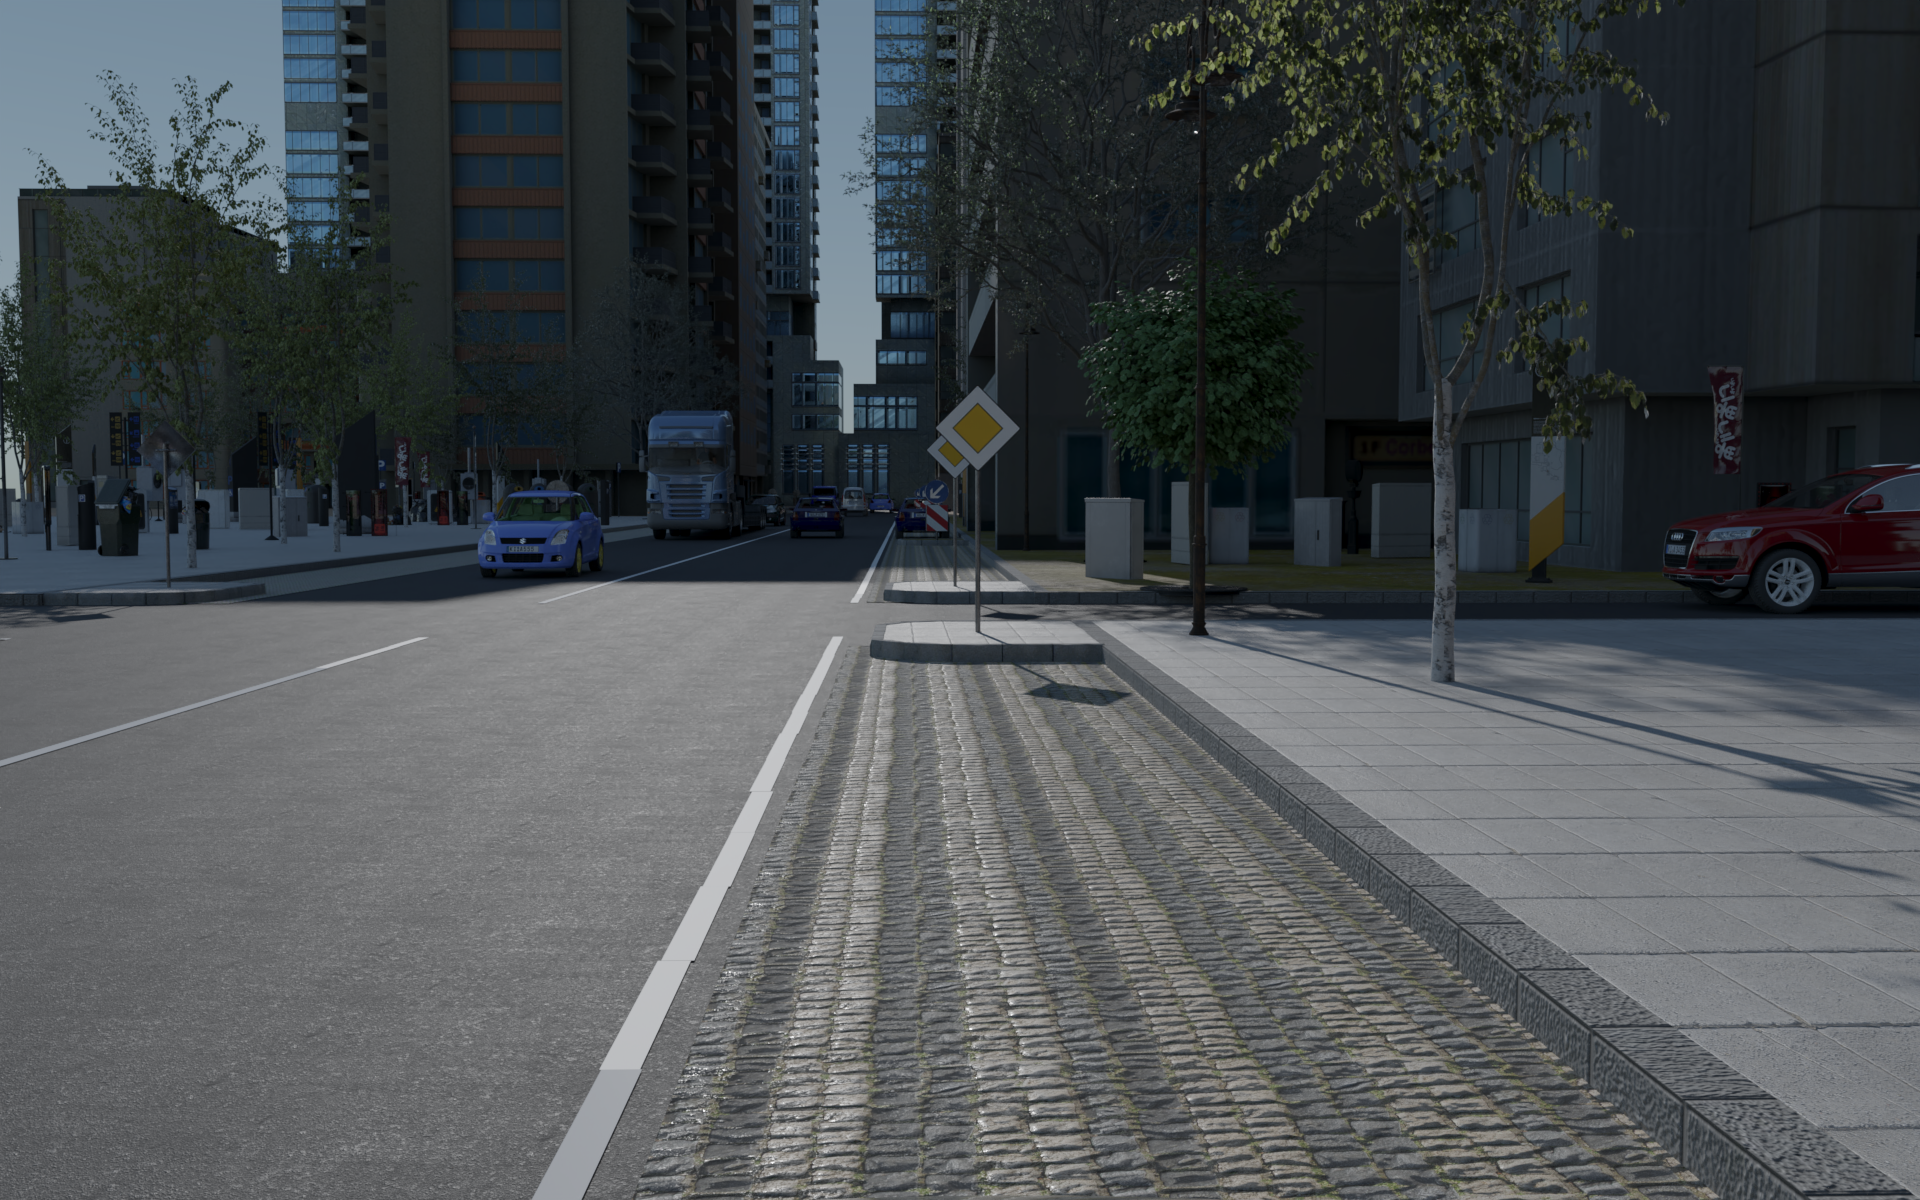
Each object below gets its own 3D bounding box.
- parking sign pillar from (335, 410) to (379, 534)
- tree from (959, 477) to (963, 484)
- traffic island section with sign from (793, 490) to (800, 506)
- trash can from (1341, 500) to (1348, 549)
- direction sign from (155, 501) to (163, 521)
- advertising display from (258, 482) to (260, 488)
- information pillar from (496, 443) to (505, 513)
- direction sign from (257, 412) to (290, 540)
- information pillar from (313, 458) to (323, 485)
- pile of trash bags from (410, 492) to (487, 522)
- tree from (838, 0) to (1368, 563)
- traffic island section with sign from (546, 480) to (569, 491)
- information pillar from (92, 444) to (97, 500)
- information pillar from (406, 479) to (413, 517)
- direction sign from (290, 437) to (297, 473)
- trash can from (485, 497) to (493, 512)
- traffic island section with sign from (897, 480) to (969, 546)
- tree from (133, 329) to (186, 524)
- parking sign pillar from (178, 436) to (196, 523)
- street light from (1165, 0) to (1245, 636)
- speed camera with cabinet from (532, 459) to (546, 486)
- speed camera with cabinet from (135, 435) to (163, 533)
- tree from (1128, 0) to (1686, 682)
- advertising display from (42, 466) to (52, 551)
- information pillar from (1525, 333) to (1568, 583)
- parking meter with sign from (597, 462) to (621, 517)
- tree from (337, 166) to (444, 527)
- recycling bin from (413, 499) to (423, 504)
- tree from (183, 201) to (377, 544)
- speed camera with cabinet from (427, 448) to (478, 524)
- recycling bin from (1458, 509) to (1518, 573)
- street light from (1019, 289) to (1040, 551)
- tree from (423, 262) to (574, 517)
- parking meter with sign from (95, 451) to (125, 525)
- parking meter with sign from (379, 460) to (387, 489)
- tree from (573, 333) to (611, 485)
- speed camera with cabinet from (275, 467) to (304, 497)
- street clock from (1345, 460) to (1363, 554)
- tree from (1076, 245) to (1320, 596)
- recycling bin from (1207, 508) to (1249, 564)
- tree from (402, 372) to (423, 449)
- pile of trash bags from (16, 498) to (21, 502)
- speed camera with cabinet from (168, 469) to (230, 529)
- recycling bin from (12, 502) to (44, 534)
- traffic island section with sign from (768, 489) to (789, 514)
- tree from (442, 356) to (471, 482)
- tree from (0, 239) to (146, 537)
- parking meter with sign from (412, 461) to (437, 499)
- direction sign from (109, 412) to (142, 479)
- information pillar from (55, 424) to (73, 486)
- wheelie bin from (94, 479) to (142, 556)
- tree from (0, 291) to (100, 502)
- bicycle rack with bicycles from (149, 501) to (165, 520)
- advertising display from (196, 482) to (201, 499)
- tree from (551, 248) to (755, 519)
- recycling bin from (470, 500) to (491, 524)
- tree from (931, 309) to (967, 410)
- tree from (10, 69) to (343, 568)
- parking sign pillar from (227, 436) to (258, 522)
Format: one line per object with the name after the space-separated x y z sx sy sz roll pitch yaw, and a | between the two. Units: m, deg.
-19.433 -4.118 55.799 1.447 3.967 1.447 0 4 0 | parking sign pillar
0.639 -6.558 101.830 1.663 3.219 1.824 0 3 0 | tree
-14.351 -8.810 152.663 1.989 1.847 2.006 0 4 -2 | traffic island section with sign
8.319 -1.661 38.810 0.748 1.137 0.748 0 3 0 | trash can
-37.748 -5.473 81.485 0.379 3.537 0.876 -1 4 -14 | direction sign
-37.826 -5.381 93.187 0.123 1.923 0.974 0 4 -7 | advertising display
-20.818 -5.326 78.435 0.183 3.616 0.504 2 4 23 | information pillar
-19.156 -3.431 48.099 0.379 3.537 0.876 1 4 19 | direction sign
-34.136 -6.171 92.244 0.504 3.616 0.183 -1 4 -22 | information pillar
-23.777 -4.330 80.543 3.447 1.369 1.912 -2 4 -25 | pile of trash bags
2.851 -7.454 32.238 12.009 13.543 11.850 0 3 0 | tree
-11.283 -2.432 48.386 1.989 1.847 2.006 0 4 -2 | traffic island section with sign
-40.540 -5.492 81.149 0.183 3.616 0.504 -1 4 -15 | information pillar
-26.030 -4.722 81.700 0.304 2.012 0.304 2 4 34 | information pillar
-26.861 -4.719 69.146 0.876 3.537 0.379 -2 4 -35 | direction sign
-24.058 -4.723 88.875 0.748 1.137 0.748 0 3 0 | trash can
-0.767 -2.450 48.684 1.989 1.847 2.006 0 4 -2 | traffic island section with sign
-33.649 -7.583 74.350 4.360 8.622 3.978 0 3 0 | tree
-34.791 -5.441 77.432 1.447 3.967 1.447 1 4 16 | parking sign pillar
2.175 -2.618 15.589 0.468 5.910 1.993 0 4 -2 | street light
-23.221 -6.367 98.441 2.038 3.252 0.660 0 4 1 | speed camera with cabinet
-27.065 -3.840 57.113 0.660 3.252 2.038 0 4 2 | speed camera with cabinet
3.142 -3.736 11.451 4.360 8.622 3.978 0 3 0 | tree
-20.813 -2.096 39.485 0.123 1.923 0.974 -2 4 -30 | advertising display
8.435 -2.050 24.875 0.504 3.616 0.183 2 4 35 | information pillar
-19.660 -6.081 95.691 1.738 3.016 0.543 0 4 8 | parking meter with sign
-14.054 -5.366 38.100 4.737 8.622 4.395 0 3 0 | tree
-26.253 -4.322 83.219 0.722 1.027 0.722 0 4 -4 | recycling bin
-17.261 -5.765 44.613 4.360 8.622 3.978 0 3 0 | tree
-21.540 -4.843 73.512 2.038 3.252 0.660 -1 4 -12 | speed camera with cabinet
8.690 -0.977 28.524 0.722 1.027 0.722 -1 4 -8 | recycling bin
1.502 -4.046 38.932 0.468 5.910 1.993 0 4 -2 | street light
-14.837 -6.458 55.952 4.360 8.622 3.978 0 3 0 | tree
-34.880 -4.561 70.841 1.738 3.016 0.543 2 4 29 | parking meter with sign
-29.312 -5.595 87.743 0.543 3.016 1.738 -1 4 -21 | parking meter with sign
-17.068 -7.582 74.334 4.360 8.622 3.978 0 3 0 | tree
-23.758 -4.103 61.423 0.660 3.252 2.038 -2 4 -32 | speed camera with cabinet
8.410 -1.984 37.002 0.358 2.002 0.471 2 4 35 | street clock
3.189 -2.407 23.072 4.285 4.588 4.351 0 3 0 | tree
4.923 -1.184 31.919 0.722 1.027 0.722 0 4 2 | recycling bin
-28.778 -8.914 96.105 4.360 8.622 3.978 0 3 0 | tree
-53.167 -5.260 95.749 3.447 1.369 1.912 -3 4 -36 | pile of trash bags
-28.209 -4.270 64.149 2.038 3.252 0.660 -1 4 -9 | speed camera with cabinet
-30.180 -2.662 56.076 0.722 1.027 0.722 3 5 39 | recycling bin
-13.556 -7.162 125.719 1.989 1.847 2.006 0 4 -2 | traffic island section with sign
-21.195 -7.102 66.477 4.737 8.622 4.395 0 3 0 | tree
-28.062 -6.218 52.027 4.737 8.622 4.395 0 3 0 | tree
-28.446 -5.917 92.999 1.738 3.016 0.543 -1 4 -13 | parking meter with sign
-23.077 -3.422 47.953 0.876 3.537 0.379 0 4 5 | direction sign
-29.944 -4.074 57.960 0.504 3.616 0.183 -3 4 -37 | information pillar
-17.460 -1.714 35.933 0.980 1.594 0.693 1 4 20 | wheelie bin
-33.379 -6.878 62.812 4.360 8.622 3.978 0 3 0 | tree
-39.691 -4.368 84.796 2.852 0.926 2.925 -2 4 -31 | bicycle rack with bicycles
-39.998 -5.235 90.808 0.123 1.923 0.974 -3 5 -43 | advertising display
-15.725 -10.846 87.709 12.009 13.543 11.850 0 3 0 | tree
-20.678 -3.801 74.695 0.722 1.027 0.722 0 4 -4 | recycling bin
1.062 -7.029 65.288 4.360 8.622 3.978 0 3 0 | tree
-13.529 -4.851 29.679 4.737 8.622 4.395 0 3 0 | tree
-33.361 -5.631 80.545 1.447 3.967 1.447 2 4 34 | parking sign pillar
